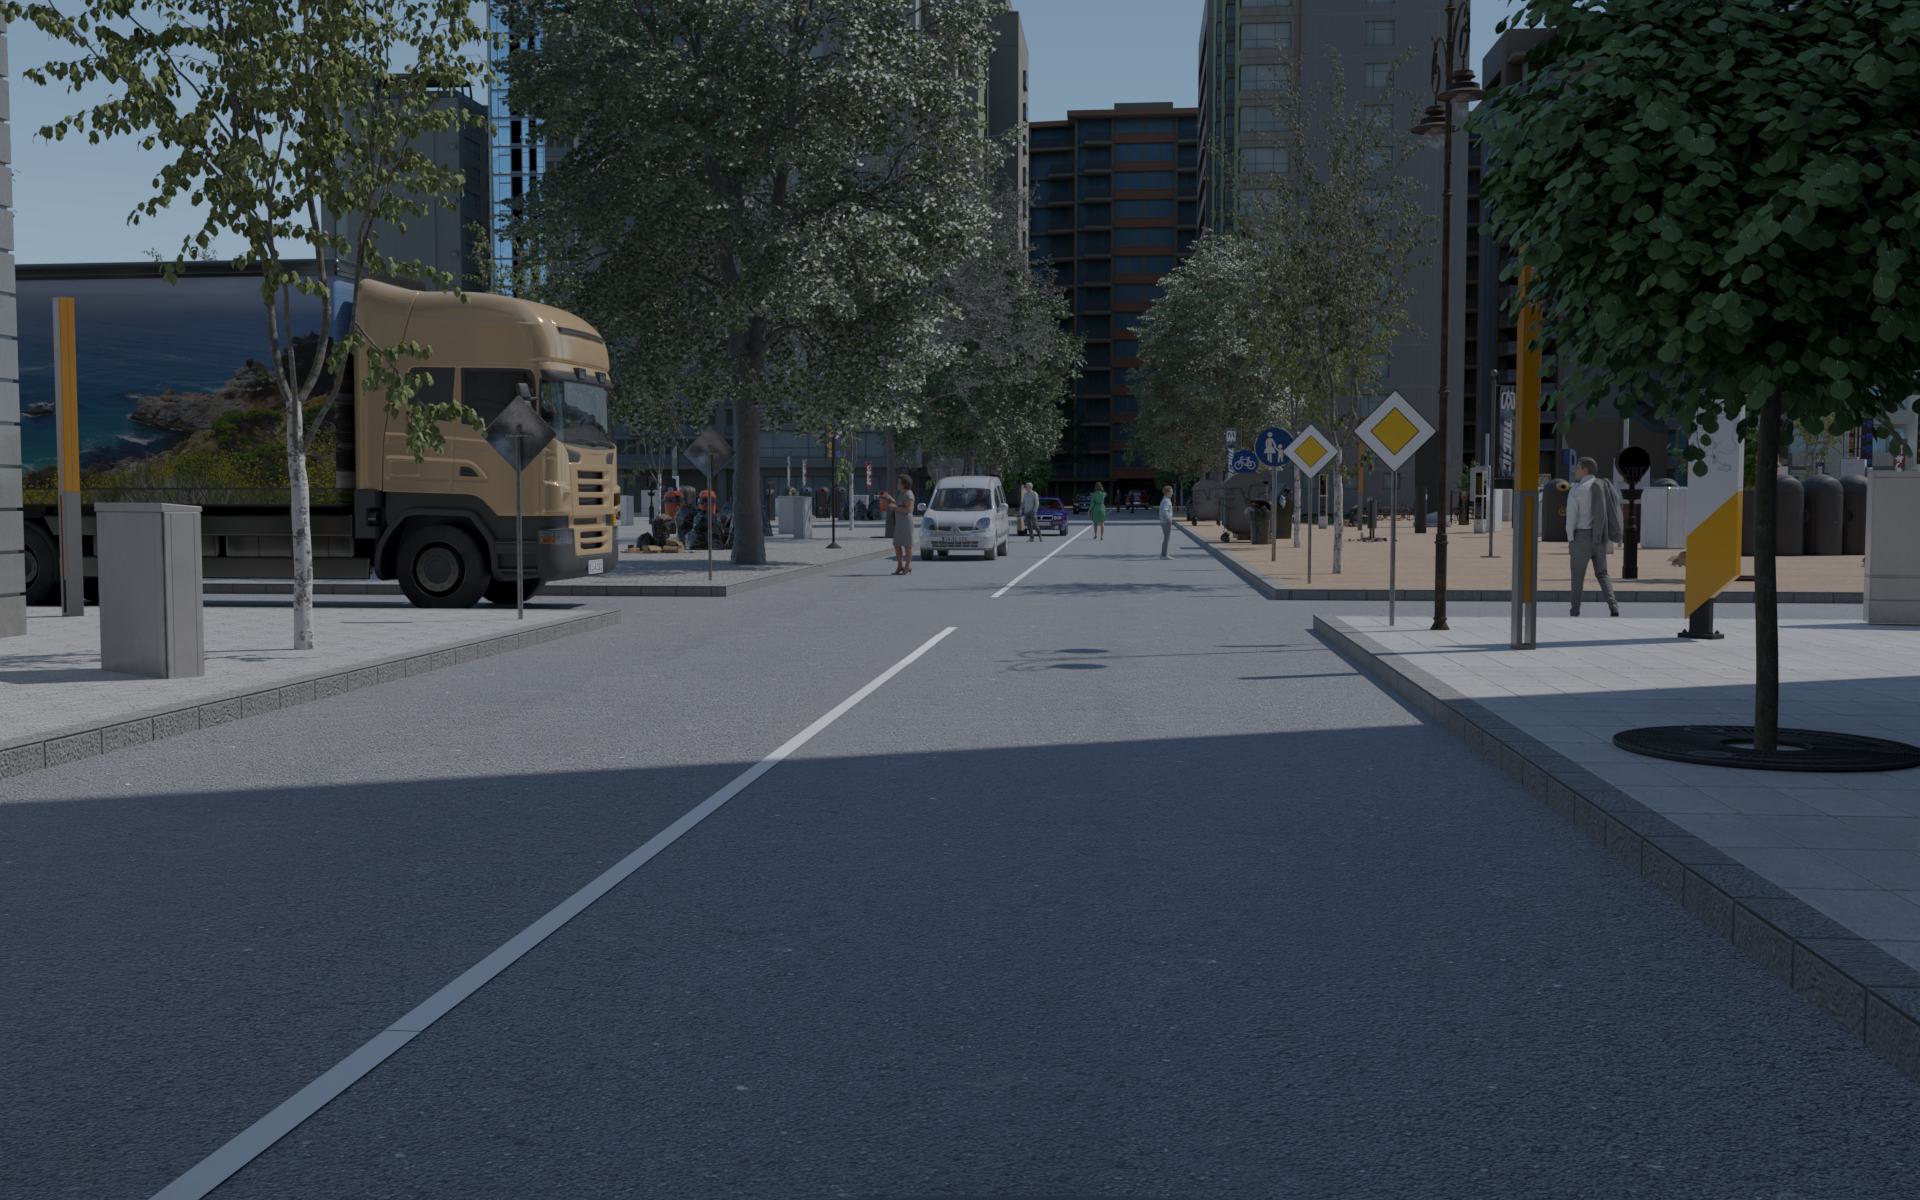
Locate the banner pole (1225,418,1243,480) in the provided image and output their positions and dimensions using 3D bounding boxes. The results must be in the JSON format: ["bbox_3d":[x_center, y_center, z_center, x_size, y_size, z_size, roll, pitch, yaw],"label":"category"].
[{"bbox_3d":[9.052,-4.103,57.093,0.863,3.779,0.401,-2,4,-30],"label":"banner pole"}]

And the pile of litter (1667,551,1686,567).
[{"bbox_3d":[13.206,-1.037,30.917,1.719,0.858,1.176,-3,5,-42],"label":"pile of litter"}]

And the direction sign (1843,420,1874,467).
[{"bbox_3d":[26.438,-3.612,51.051,0.379,3.537,0.876,-2,4,-33],"label":"direction sign"}]

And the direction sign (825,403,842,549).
[{"bbox_3d":[-2.984,-2.983,40.769,0.379,3.537,0.876,1,4,18],"label":"direction sign"}]

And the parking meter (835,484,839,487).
[{"bbox_3d":[-7.143,-5.728,99.368,0.399,1.863,0.255,-1,4,-11],"label":"parking meter"}]

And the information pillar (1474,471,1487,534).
[{"bbox_3d":[16.861,-3.157,56.104,0.304,2.012,0.304,3,5,41],"label":"information pillar"}]

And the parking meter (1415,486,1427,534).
[{"bbox_3d":[15.003,-2.934,56.380,0.372,1.533,0.369,0,3,0],"label":"parking meter"}]

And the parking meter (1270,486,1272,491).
[{"bbox_3d":[9.244,-2.584,50.651,0.372,1.533,0.369,0,3,0],"label":"parking meter"}]

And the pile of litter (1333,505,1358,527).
[{"bbox_3d":[15.192,-3.295,67.846,1.176,0.858,1.719,2,4,23],"label":"pile of litter"}]

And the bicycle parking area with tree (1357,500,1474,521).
[{"bbox_3d":[23.187,-6.017,85.385,9.016,4.147,8.231,2,4,25],"label":"bicycle parking area with tree"}]

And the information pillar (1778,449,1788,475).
[{"bbox_3d":[24.633,-3.710,52.005,0.504,3.616,0.183,-1,4,-11],"label":"information pillar"}]

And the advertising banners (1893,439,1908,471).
[{"bbox_3d":[29.548,-3.638,55.663,0.090,3.025,2.074,-1,4,-18],"label":"advertising banners"}]

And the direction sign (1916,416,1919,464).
[{"bbox_3d":[25.161,-3.232,44.837,0.379,3.537,0.876,-2,4,-24],"label":"direction sign"}]

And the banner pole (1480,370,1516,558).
[{"bbox_3d":[10.953,-2.754,35.047,0.863,3.779,0.401,-2,4,-25],"label":"banner pole"}]

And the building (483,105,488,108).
[{"bbox_3d":[-54.525,-33.610,199.642,14.200,45.320,14.600,0,4,6],"label":"building"}]

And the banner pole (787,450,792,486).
[{"bbox_3d":[-9.696,-6.637,98.529,0.401,3.779,0.863,-1,4,-22],"label":"banner pole"}]

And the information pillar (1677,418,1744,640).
[{"bbox_3d":[6.645,-1.461,15.247,0.183,3.616,0.504,-3,4,-36],"label":"information pillar"}]

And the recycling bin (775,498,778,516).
[{"bbox_3d":[-10.146,-5.328,99.672,0.722,1.027,0.722,-3,5,-40],"label":"recycling bin"}]

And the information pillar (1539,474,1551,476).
[{"bbox_3d":[21.572,-3.637,63.956,0.304,2.012,0.304,-1,4,-10],"label":"information pillar"}]

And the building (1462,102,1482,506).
[{"bbox_3d":[62.983,-32.884,192.283,28.867,44.769,22.147,0,4,6],"label":"building"}]

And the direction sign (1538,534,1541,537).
[{"bbox_3d":[17.215,-3.658,51.804,0.379,3.537,0.876,1,4,11],"label":"direction sign"}]

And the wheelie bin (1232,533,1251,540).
[{"bbox_3d":[8.317,-2.630,50.912,0.980,1.594,0.693,-1,4,-11],"label":"wheelie bin"}]

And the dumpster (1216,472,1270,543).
[{"bbox_3d":[7.574,-2.466,46.082,1.264,1.857,1.865,0,4,6],"label":"dumpster"}]

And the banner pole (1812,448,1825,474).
[{"bbox_3d":[46.061,-6.306,93.127,0.401,3.779,0.863,-3,5,-42],"label":"banner pole"}]

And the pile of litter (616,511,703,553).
[{"bbox_3d":[-6.517,-1.456,37.772,1.719,0.858,1.176,1,4,15],"label":"pile of litter"}]

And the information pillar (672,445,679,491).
[{"bbox_3d":[-13.040,-5.387,79.438,0.183,3.616,0.504,-3,4,-38],"label":"information pillar"}]

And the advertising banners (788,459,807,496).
[{"bbox_3d":[-8.178,-5.571,87.273,0.090,3.025,2.074,-2,4,-32],"label":"advertising banners"}]

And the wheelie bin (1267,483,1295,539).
[{"bbox_3d":[9.187,-2.556,49.698,0.693,1.594,0.980,-1,4,-18],"label":"wheelie bin"}]

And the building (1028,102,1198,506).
[{"bbox_3d":[19.991,-33.154,196.690,28.867,44.769,22.147,0,4,6],"label":"building"}]

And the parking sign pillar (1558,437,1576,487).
[{"bbox_3d":[26.205,-5.277,74.758,1.447,3.967,1.447,2,4,34],"label":"parking sign pillar"}]

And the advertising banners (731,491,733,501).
[{"bbox_3d":[-9.470,-4.725,73.443,0.090,3.025,2.074,0,4,4],"label":"advertising banners"}]

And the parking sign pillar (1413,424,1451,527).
[{"bbox_3d":[18.337,-4.814,67.177,1.447,3.967,1.447,3,4,39],"label":"parking sign pillar"}]

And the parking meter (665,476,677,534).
[{"bbox_3d":[-9.235,-3.040,55.422,0.399,1.863,0.255,-1,4,-8],"label":"parking meter"}]

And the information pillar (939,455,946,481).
[{"bbox_3d":[-0.923,-6.131,91.600,0.183,3.616,0.504,3,4,39],"label":"information pillar"}]

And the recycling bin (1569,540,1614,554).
[{"bbox_3d":[13.576,-1.509,37.227,0.722,1.027,0.722,0,4,-5],"label":"recycling bin"}]

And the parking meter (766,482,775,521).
[{"bbox_3d":[-9.097,-4.740,83.212,0.399,1.863,0.255,-3,5,-40],"label":"parking meter"}]

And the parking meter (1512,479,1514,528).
[{"bbox_3d":[20.923,-3.631,65.076,0.255,1.863,0.399,3,4,36],"label":"parking meter"}]

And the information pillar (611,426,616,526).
[{"bbox_3d":[-7.784,-2.900,38.766,0.183,3.616,0.504,0,4,-5],"label":"information pillar"}]

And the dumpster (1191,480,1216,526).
[{"bbox_3d":[10.008,-3.936,70.105,1.264,1.857,1.865,0,4,6],"label":"dumpster"}]

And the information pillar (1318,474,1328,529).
[{"bbox_3d":[13.409,-3.635,63.926,0.304,2.012,0.304,1,4,19],"label":"information pillar"}]

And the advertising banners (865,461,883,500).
[{"bbox_3d":[-4.303,-5.896,92.580,2.074,3.025,0.090,-3,5,-44],"label":"advertising banners"}]

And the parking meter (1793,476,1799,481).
[{"bbox_3d":[27.673,-3.176,57.637,0.255,1.863,0.399,-1,4,-9],"label":"parking meter"}]

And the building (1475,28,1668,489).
[{"bbox_3d":[56.932,-31.266,161.313,14.200,45.320,14.600,0,4,6],"label":"building"}]

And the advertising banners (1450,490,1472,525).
[{"bbox_3d":[20.027,-4.583,71.113,2.074,3.025,0.090,-1,4,-9],"label":"advertising banners"}]

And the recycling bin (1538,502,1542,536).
[{"bbox_3d":[17.930,-2.525,53.830,0.722,1.027,0.722,3,5,43],"label":"recycling bin"}]

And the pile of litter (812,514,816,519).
[{"bbox_3d":[-8.163,-4.685,90.563,1.719,0.858,1.176,-1,4,-22],"label":"pile of litter"}]
